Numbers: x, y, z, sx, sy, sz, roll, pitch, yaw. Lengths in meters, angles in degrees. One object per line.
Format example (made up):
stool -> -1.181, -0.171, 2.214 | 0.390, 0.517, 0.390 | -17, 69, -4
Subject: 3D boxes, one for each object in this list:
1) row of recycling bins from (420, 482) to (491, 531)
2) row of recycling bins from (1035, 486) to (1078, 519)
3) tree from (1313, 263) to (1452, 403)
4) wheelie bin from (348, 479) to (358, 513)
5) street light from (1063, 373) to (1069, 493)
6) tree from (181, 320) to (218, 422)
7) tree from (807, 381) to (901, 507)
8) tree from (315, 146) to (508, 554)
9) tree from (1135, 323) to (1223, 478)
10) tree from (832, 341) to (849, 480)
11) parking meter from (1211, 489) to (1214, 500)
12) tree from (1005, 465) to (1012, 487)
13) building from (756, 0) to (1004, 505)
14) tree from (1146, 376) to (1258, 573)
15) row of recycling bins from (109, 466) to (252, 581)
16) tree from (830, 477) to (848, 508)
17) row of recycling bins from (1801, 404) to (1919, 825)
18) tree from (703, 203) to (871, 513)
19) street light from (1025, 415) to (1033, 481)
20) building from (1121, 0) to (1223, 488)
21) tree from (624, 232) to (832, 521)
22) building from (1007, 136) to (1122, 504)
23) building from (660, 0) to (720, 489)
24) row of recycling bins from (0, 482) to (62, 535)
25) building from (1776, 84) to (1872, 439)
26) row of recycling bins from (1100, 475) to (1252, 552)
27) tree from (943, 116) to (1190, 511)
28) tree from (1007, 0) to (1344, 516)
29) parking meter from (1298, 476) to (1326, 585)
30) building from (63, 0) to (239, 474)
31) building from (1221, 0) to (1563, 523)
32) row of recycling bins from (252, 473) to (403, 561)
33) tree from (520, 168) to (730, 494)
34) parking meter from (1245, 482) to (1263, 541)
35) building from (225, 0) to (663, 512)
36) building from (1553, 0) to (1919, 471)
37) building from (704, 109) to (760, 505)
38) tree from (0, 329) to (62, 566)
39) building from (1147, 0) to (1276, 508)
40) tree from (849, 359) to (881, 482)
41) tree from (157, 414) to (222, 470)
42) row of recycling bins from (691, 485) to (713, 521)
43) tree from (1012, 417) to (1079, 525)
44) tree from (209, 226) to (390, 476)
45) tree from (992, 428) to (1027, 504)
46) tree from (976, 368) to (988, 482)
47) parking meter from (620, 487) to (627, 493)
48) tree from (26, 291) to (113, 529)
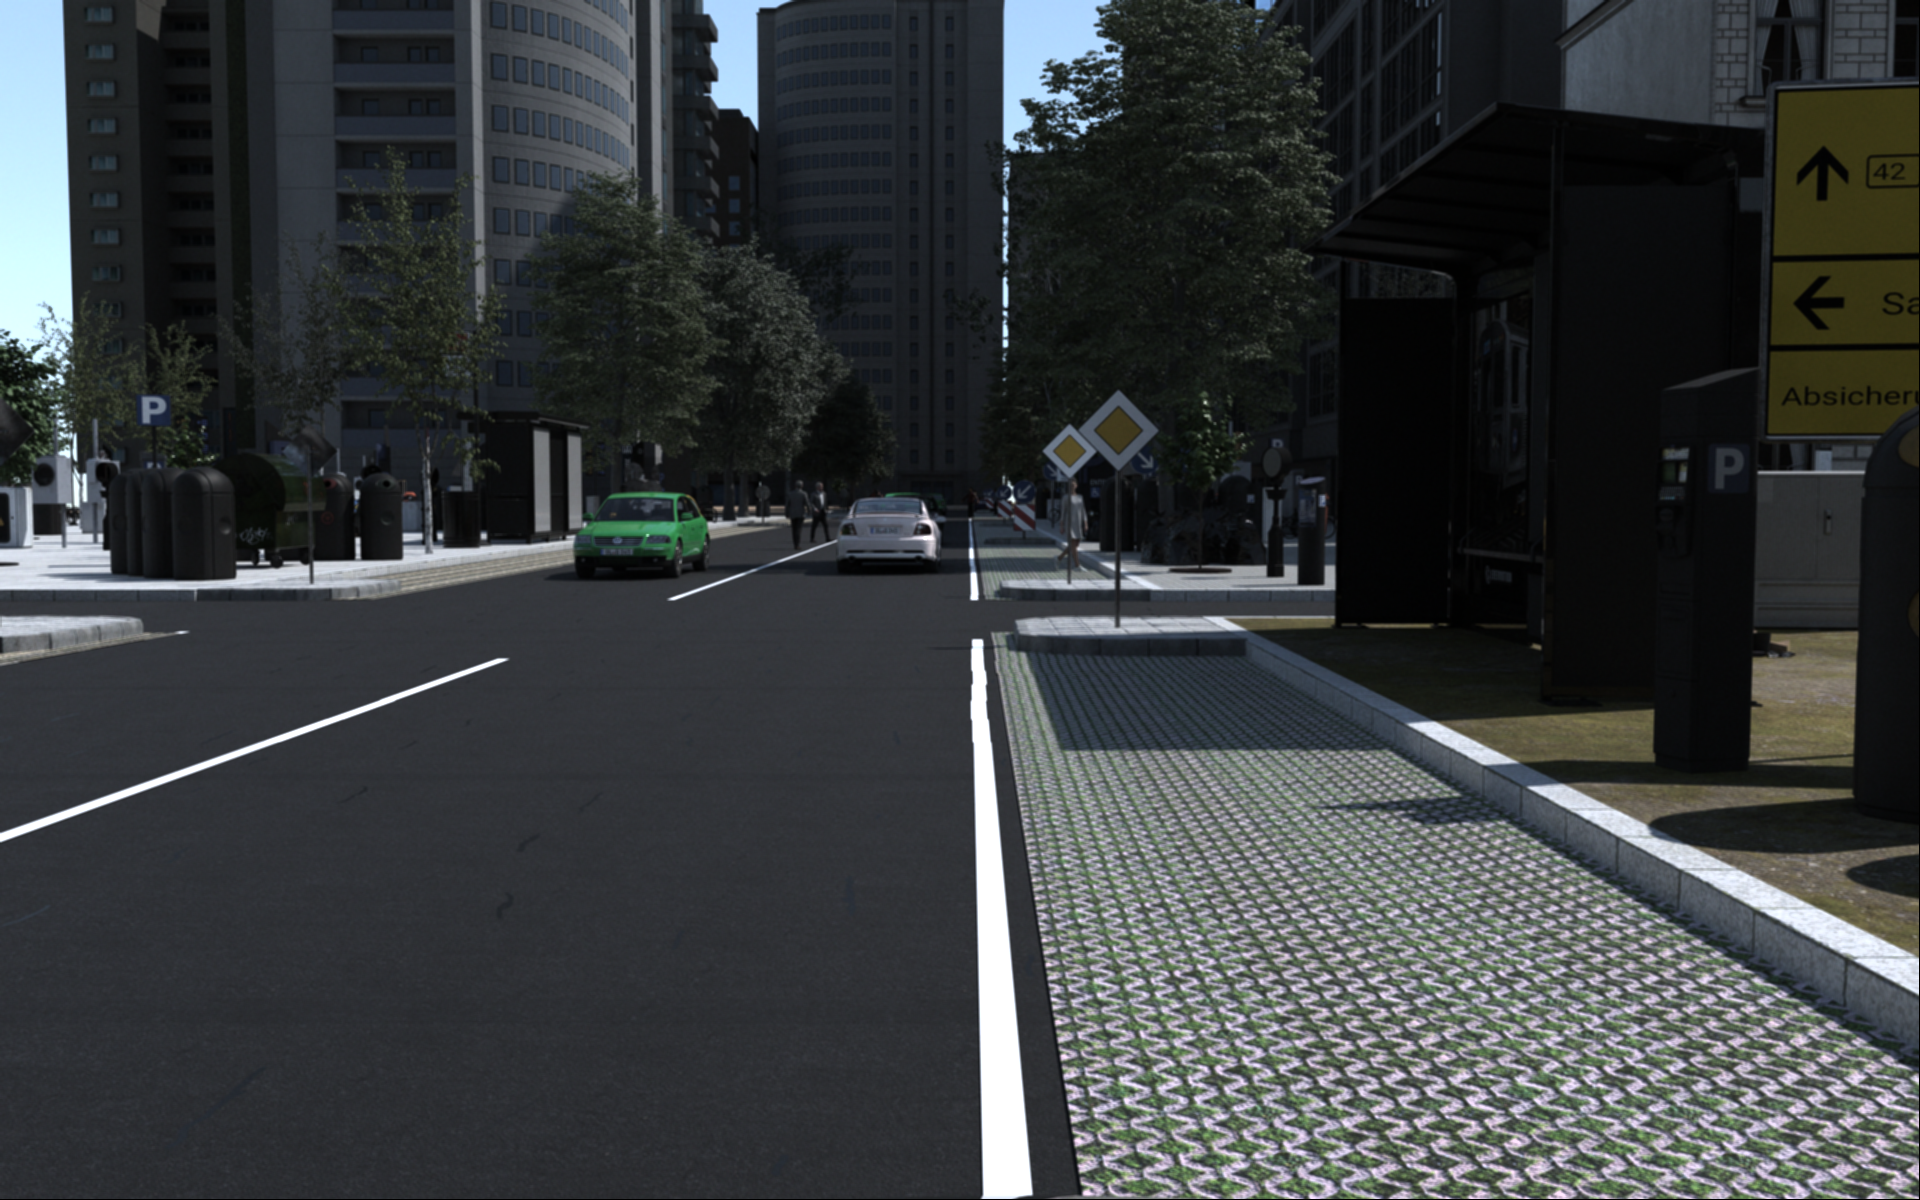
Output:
row of recycling bins -> -17.416, -3.305, 61.150 | 3.534, 1.692, 1.069 | 1, 4, 14
row of recycling bins -> 5.613, -5.037, 89.474 | 3.534, 1.692, 1.069 | 1, 4, 11
tree -> 11.609, -5.831, 45.697 | 4.360, 8.622, 3.978 | 0, 3, 0
wheelie bin -> -13.303, -1.765, 36.772 | 0.980, 1.594, 0.693 | -2, 4, -25
street light -> 3.769, -5.367, 60.532 | 0.468, 5.910, 1.993 | 0, 4, 0
tree -> -33.315, -7.468, 72.465 | 4.737, 8.622, 4.395 | 0, 3, 0
tree -> -10.648, -15.633, 172.601 | 9.611, 12.733, 9.660 | 0, 3, 0
tree -> -11.413, -5.289, 36.842 | 4.737, 8.622, 4.395 | 0, 3, 0
tree -> 9.371, -7.498, 72.954 | 4.360, 8.622, 3.978 | 0, 3, 0
tree -> -12.057, -11.555, 95.574 | 9.857, 13.997, 8.962 | 0, 3, 0
parking meter -> 12.879, -4.939, 89.158 | 0.372, 1.533, 0.369 | 0, 3, 0
tree -> 5.387, -9.796, 143.884 | 4.285, 4.588, 4.351 | 0, 3, 0
building -> -9.121, -40.471, 203.694 | 28.212, 58.520, 21.231 | 0, 4, 0
tree -> 3.832, -2.072, 28.483 | 1.663, 3.219, 1.824 | 0, 3, 0
row of recycling bins -> -12.304, -1.211, 26.916 | 1.069, 1.692, 3.534 | -3, 5, -44
tree -> -11.201, -10.211, 161.543 | 1.663, 3.219, 1.824 | 0, 3, 0
row of recycling bins -> 4.469, 0.089, 5.657 | 1.069, 1.692, 3.534 | -1, 4, -17
tree -> -12.918, -15.884, 115.593 | 12.611, 20.169, 13.585 | 0, 3, 0
street light -> 3.954, -7.739, 99.314 | 0.468, 5.910, 1.993 | 0, 4, 0
building -> 25.885, -32.383, 153.172 | 21.300, 48.544, 21.600 | 0, 4, 0
tree -> -11.293, -10.816, 83.504 | 9.857, 13.997, 8.962 | 0, 3, 0
building -> 12.592, -31.637, 200.855 | 14.086, 41.232, 14.154 | 0, 4, 0
building -> -37.028, -32.570, 152.130 | 30.456, 49.044, 23.786 | 0, 4, 0
row of recycling bins -> -29.910, -2.920, 54.855 | 3.534, 1.692, 1.069 | 1, 4, 19
building -> 65.436, -32.371, 152.959 | 21.600, 48.544, 21.300 | 0, 4, 0
row of recycling bins -> 4.789, -1.916, 38.432 | 3.534, 1.692, 1.069 | 1, 4, 22
tree -> 5.552, -14.040, 85.439 | 12.611, 20.169, 13.585 | 0, 3, 0
tree -> 4.764, -7.224, 36.239 | 7.486, 12.596, 7.792 | 0, 3, 0
parking meter -> 4.965, -0.981, 24.449 | 0.372, 1.533, 0.369 | 0, 3, 0
building -> -63.050, -32.398, 153.405 | 21.600, 48.544, 21.300 | 0, 4, 0
building -> 21.757, -17.943, 86.871 | 14.314, 27.812, 24.014 | 0, 4, 0
row of recycling bins -> -12.633, -1.615, 33.518 | 3.534, 1.692, 1.069 | -1, 4, -14
tree -> -11.789, -8.740, 61.033 | 7.486, 12.596, 7.792 | 0, 3, 0
parking meter -> 6.020, -1.658, 35.515 | 0.372, 1.533, 0.369 | 0, 3, 0
building -> -32.558, -34.964, 113.663 | 21.231, 58.520, 28.212 | 0, 4, 0
building -> 24.478, -10.744, 40.288 | 19.286, 19.102, 10.561 | 0, 4, 0
building -> -30.606, -33.717, 201.384 | 14.200, 45.320, 14.600 | 0, 4, 0
tree -> -17.642, -2.891, 30.988 | 4.285, 4.588, 4.351 | 0, 3, 0
building -> 26.522, -49.730, 125.758 | 22.319, 86.520, 31.000 | 0, 4, 0
tree -> -10.826, -14.190, 138.666 | 9.857, 13.997, 8.962 | 0, 3, 0
tree -> -18.599, -2.896, 41.944 | 1.663, 3.219, 1.824 | 0, 3, 0
row of recycling bins -> -13.241, -4.580, 82.001 | 3.534, 1.692, 1.069 | 2, 4, 23
tree -> 4.940, -5.418, 72.302 | 4.285, 4.588, 4.351 | 0, 3, 0
tree -> -17.626, -5.905, 46.904 | 4.360, 8.622, 3.978 | 0, 3, 0
tree -> 5.193, -13.270, 167.331 | 4.360, 8.622, 3.978 | 0, 3, 0
tree -> 4.760, -11.657, 108.723 | 7.486, 12.596, 7.792 | 0, 3, 0
parking meter -> -12.514, -3.412, 64.204 | 0.372, 1.533, 0.369 | 0, 3, 0
tree -> -32.241, -6.929, 63.644 | 4.737, 8.622, 4.395 | 0, 3, 0
